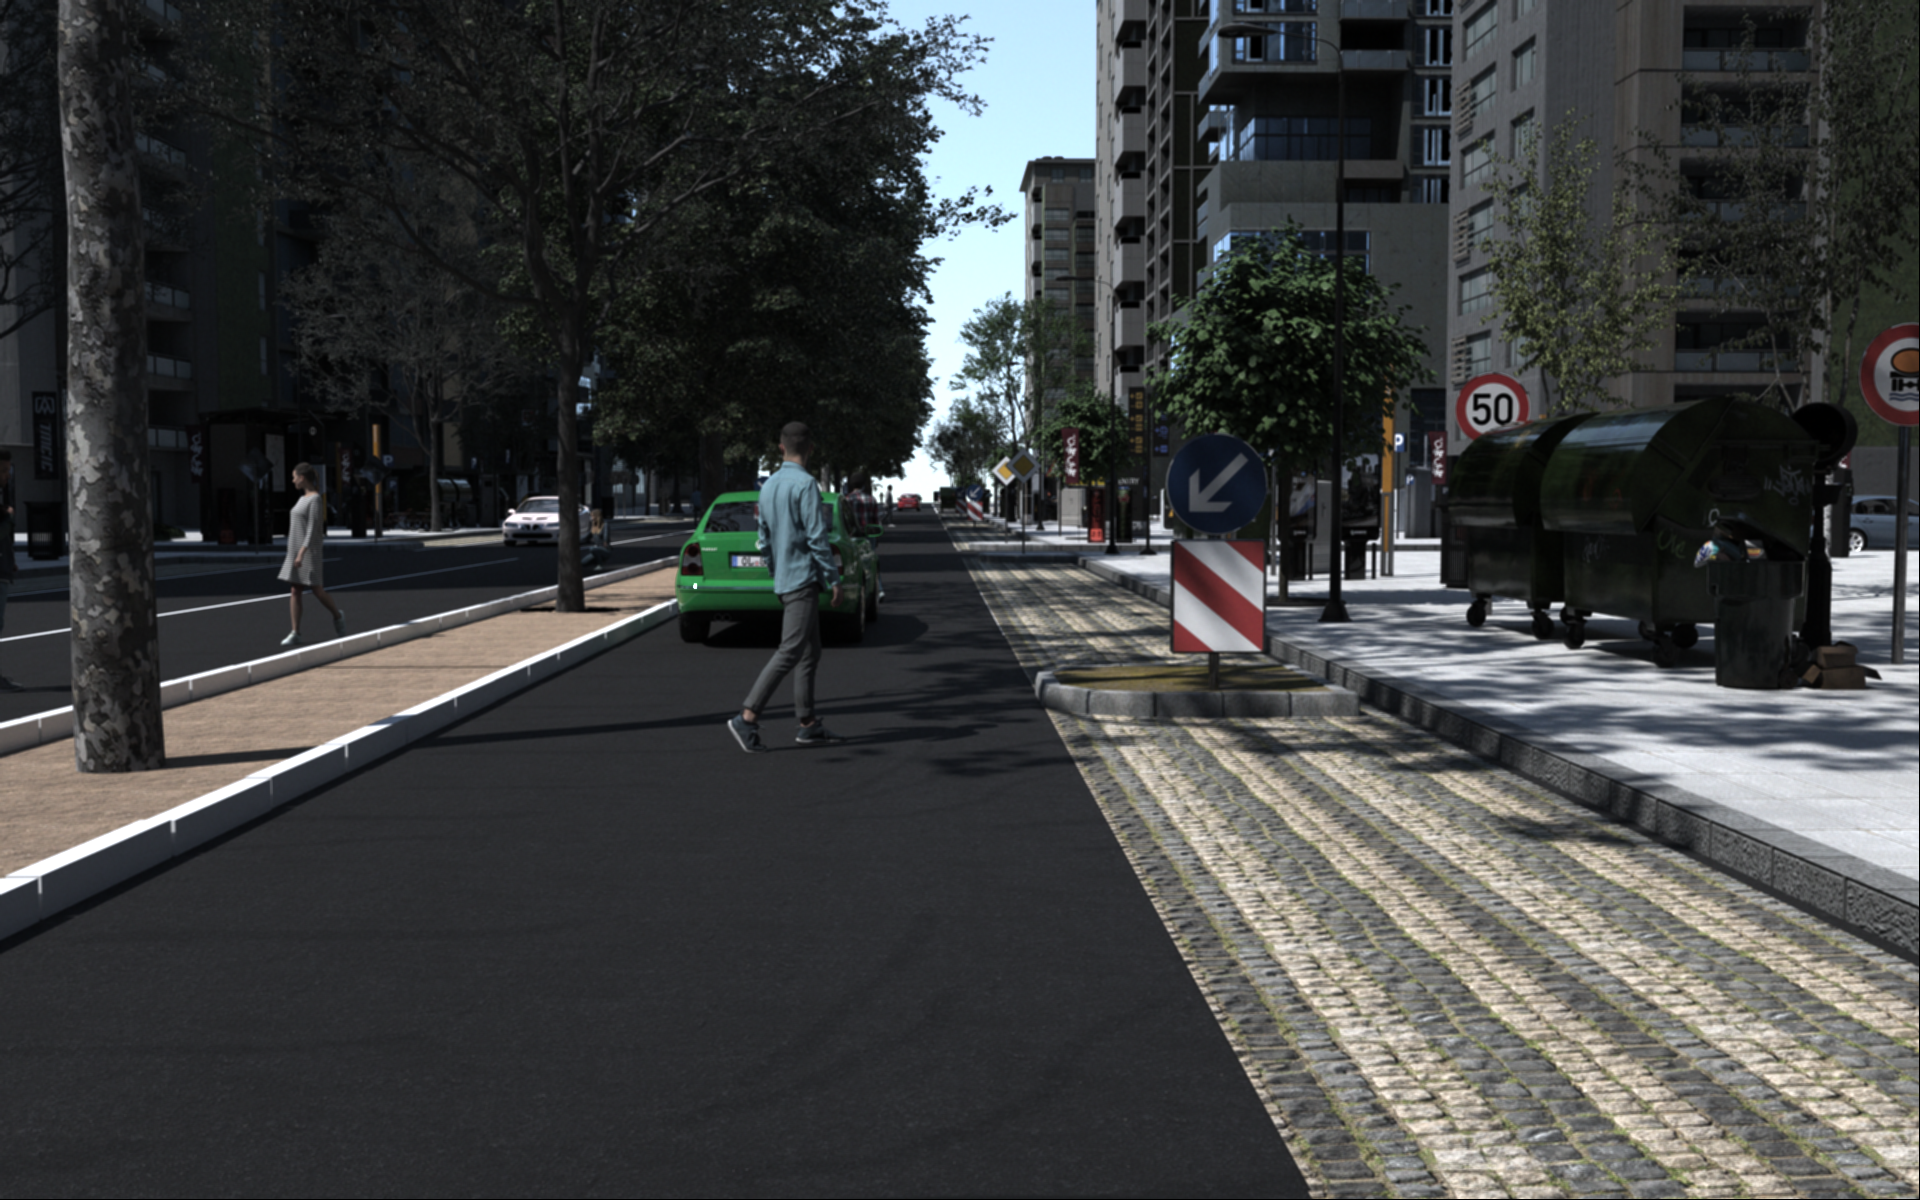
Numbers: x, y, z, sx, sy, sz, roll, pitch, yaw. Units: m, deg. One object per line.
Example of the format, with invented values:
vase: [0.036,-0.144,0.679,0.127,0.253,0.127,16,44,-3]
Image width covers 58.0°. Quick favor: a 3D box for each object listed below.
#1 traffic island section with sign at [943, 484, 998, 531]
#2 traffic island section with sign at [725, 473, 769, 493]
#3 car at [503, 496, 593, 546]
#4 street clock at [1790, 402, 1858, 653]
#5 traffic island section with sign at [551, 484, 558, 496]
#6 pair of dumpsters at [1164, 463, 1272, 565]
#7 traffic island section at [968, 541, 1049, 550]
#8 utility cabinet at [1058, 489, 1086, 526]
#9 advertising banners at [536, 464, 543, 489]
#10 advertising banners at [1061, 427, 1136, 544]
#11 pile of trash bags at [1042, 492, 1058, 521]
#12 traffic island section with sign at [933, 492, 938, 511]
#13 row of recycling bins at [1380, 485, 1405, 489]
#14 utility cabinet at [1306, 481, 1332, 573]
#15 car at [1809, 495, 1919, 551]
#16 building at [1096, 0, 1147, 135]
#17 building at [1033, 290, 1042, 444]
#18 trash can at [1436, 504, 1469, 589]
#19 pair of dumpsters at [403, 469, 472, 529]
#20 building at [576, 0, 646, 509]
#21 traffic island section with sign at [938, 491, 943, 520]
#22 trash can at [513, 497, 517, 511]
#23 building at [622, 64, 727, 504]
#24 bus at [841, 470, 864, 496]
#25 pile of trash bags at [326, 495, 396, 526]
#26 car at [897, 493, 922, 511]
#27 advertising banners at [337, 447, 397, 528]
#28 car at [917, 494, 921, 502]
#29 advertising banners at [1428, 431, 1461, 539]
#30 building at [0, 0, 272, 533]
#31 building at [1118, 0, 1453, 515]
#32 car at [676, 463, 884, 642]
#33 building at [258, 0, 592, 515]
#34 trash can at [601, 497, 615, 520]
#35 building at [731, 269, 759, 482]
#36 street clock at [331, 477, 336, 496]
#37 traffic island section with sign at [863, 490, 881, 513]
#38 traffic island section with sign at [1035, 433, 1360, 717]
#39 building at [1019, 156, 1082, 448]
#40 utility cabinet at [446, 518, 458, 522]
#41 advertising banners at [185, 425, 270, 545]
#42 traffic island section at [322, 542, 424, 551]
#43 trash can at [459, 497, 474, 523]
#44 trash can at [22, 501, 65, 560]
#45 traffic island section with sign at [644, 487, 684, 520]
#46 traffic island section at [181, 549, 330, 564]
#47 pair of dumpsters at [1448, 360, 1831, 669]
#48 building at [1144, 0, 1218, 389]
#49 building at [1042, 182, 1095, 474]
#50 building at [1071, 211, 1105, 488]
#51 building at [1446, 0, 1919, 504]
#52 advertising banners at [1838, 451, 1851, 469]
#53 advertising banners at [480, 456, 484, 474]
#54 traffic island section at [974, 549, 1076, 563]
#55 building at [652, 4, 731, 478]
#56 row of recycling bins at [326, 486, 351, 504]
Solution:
traffic island section with sign: [0.454,-3.637,68.099,1.989,1.847,2.006,0,4,-1]
traffic island section with sign: [-4.963,-2.239,44.750,2.006,1.907,1.989,0,4,-1]
car: [-11.693,-2.262,49.339,2.083,1.381,4.827,0,4,-2]
street clock: [6.826,-0.563,13.773,0.471,2.002,0.358,3,5,45]
traffic island section with sign: [-15.603,-3.587,67.275,1.989,1.847,2.006,0,4,-1]
pair of dumpsters: [4.990,-1.885,33.313,1.574,2.255,4.437,0,4,-1]
traffic island section: [1.229,-1.402,45.209,2.009,0.180,2.903,0,4,-1]
utility cabinet: [4.457,-3.706,69.264,1.173,1.500,0.318,3,5,41]
advertising banners: [-24.265,-6.500,102.458,0.090,3.025,2.074,3,4,37]
advertising banners: [3.600,-3.000,45.235,2.074,3.025,0.090,2,4,24]
pile of trash bags: [4.709,-4.579,84.623,1.912,1.369,3.447,-1,4,-20]
traffic island section with sign: [-1.025,-8.284,144.069,1.989,1.847,2.006,0,4,-1]
row of recycling bins: [19.224,-4.227,76.218,3.534,1.692,1.069,1,4,23]
utility cabinet: [5.698,-1.179,27.952,0.318,1.500,1.173,3,5,40]
car: [21.826,-1.760,40.773,4.499,1.417,2.014,0,4,-1]
building: [26.865,-34.710,156.742,28.713,52.752,27.495,0,4,-1]
building: [17.245,-28.961,245.210,14.160,30.474,14.107,0,4,-1]
trash can: [6.866,-0.731,23.603,0.748,1.137,0.748,0,3,0]
pair of dumpsters: [-20.000,-3.906,66.364,1.574,2.255,4.437,0,4,-1]
building: [-41.537,-51.963,162.265,22.319,86.520,31.000,0,4,-1]
traffic island section with sign: [-0.065,-5.286,95.049,1.989,1.847,2.006,0,4,-1]
trash can: [-21.376,-4.437,84.198,0.748,1.137,0.748,0,3,0]
building: [-42.866,-41.924,227.448,21.231,58.520,28.212,0,4,-1]
bus: [-10.849,-11.578,180.850,2.896,3.916,12.252,0,4,-1]
pile of trash bags: [-24.167,-3.630,69.110,3.447,1.369,1.912,0,4,7]
car: [-4.238,-8.313,144.953,2.155,1.783,4.494,0,4,1]
advertising banners: [-22.284,-4.216,65.125,2.074,3.025,0.090,-1,4,-15]
car: [-7.136,-16.453,277.796,1.959,1.807,4.718,0,4,-3]
advertising banners: [13.931,-3.152,47.718,2.074,3.025,0.090,1,4,9]
building: [-34.251,-23.081,60.975,14.154,41.232,14.086,0,4,-1]
building: [22.071,-48.068,98.582,22.319,86.520,31.000,0,4,-1]
car: [-1.808,-0.572,18.150,1.959,1.807,4.718,0,4,1]
building: [-41.123,-29.299,133.664,22.147,44.769,28.867,0,4,-1]
trash can: [-17.754,-4.626,87.288,0.748,1.137,0.748,0,3,0]
building: [-39.145,-35.876,270.161,14.154,41.232,14.086,0,4,-1]
street clock: [-26.668,-4.243,73.937,0.358,2.002,0.471,-1,4,-9]
traffic island section with sign: [-6.433,-6.834,119.874,2.006,1.907,1.989,0,4,-1]
traffic island section with sign: [1.543,-0.205,11.984,1.989,1.847,2.006,0,4,-1]
building: [24.046,-41.387,265.919,28.713,52.752,27.495,0,4,-1]
utility cabinet: [-23.781,-4.259,80.797,0.306,1.237,1.020,-3,5,-44]
advertising banners: [-18.485,-2.905,43.678,2.074,3.025,0.090,0,4,1]
traffic island section: [-15.159,-1.383,44.896,2.009,0.180,2.903,0,4,-1]
trash can: [-20.771,-3.745,72.876,0.748,1.137,0.748,0,3,0]
trash can: [-17.775,-1.345,33.636,0.748,1.137,0.748,0,3,0]
traffic island section with sign: [-16.133,-5.251,94.474,1.989,1.847,2.006,0,4,-1]
traffic island section: [-15.004,-0.895,36.913,2.009,0.180,2.903,0,4,-1]
pair of dumpsters: [5.564,-0.746,14.691,1.574,2.255,4.437,0,4,-1]
building: [23.503,-42.437,132.102,20.563,71.187,20.611,0,4,-1]
building: [17.718,-33.383,229.410,14.154,41.232,14.086,0,4,-1]
building: [18.345,-24.889,178.630,14.160,30.474,14.107,0,4,-1]
building: [27.175,-23.281,64.232,14.086,41.232,14.154,0,4,-1]
advertising banners: [24.235,-3.220,48.835,0.090,3.025,2.074,-2,4,-24]
advertising banners: [-21.852,-5.125,79.979,0.090,3.025,2.074,0,4,1]
traffic island section: [1.385,-0.914,37.225,2.009,0.180,2.903,0,4,-1]
building: [-42.037,-49.737,251.448,20.563,71.187,20.611,0,4,-1]
row of recycling bins: [-28.287,-4.184,75.526,3.534,1.692,1.069,-1,4,-15]
